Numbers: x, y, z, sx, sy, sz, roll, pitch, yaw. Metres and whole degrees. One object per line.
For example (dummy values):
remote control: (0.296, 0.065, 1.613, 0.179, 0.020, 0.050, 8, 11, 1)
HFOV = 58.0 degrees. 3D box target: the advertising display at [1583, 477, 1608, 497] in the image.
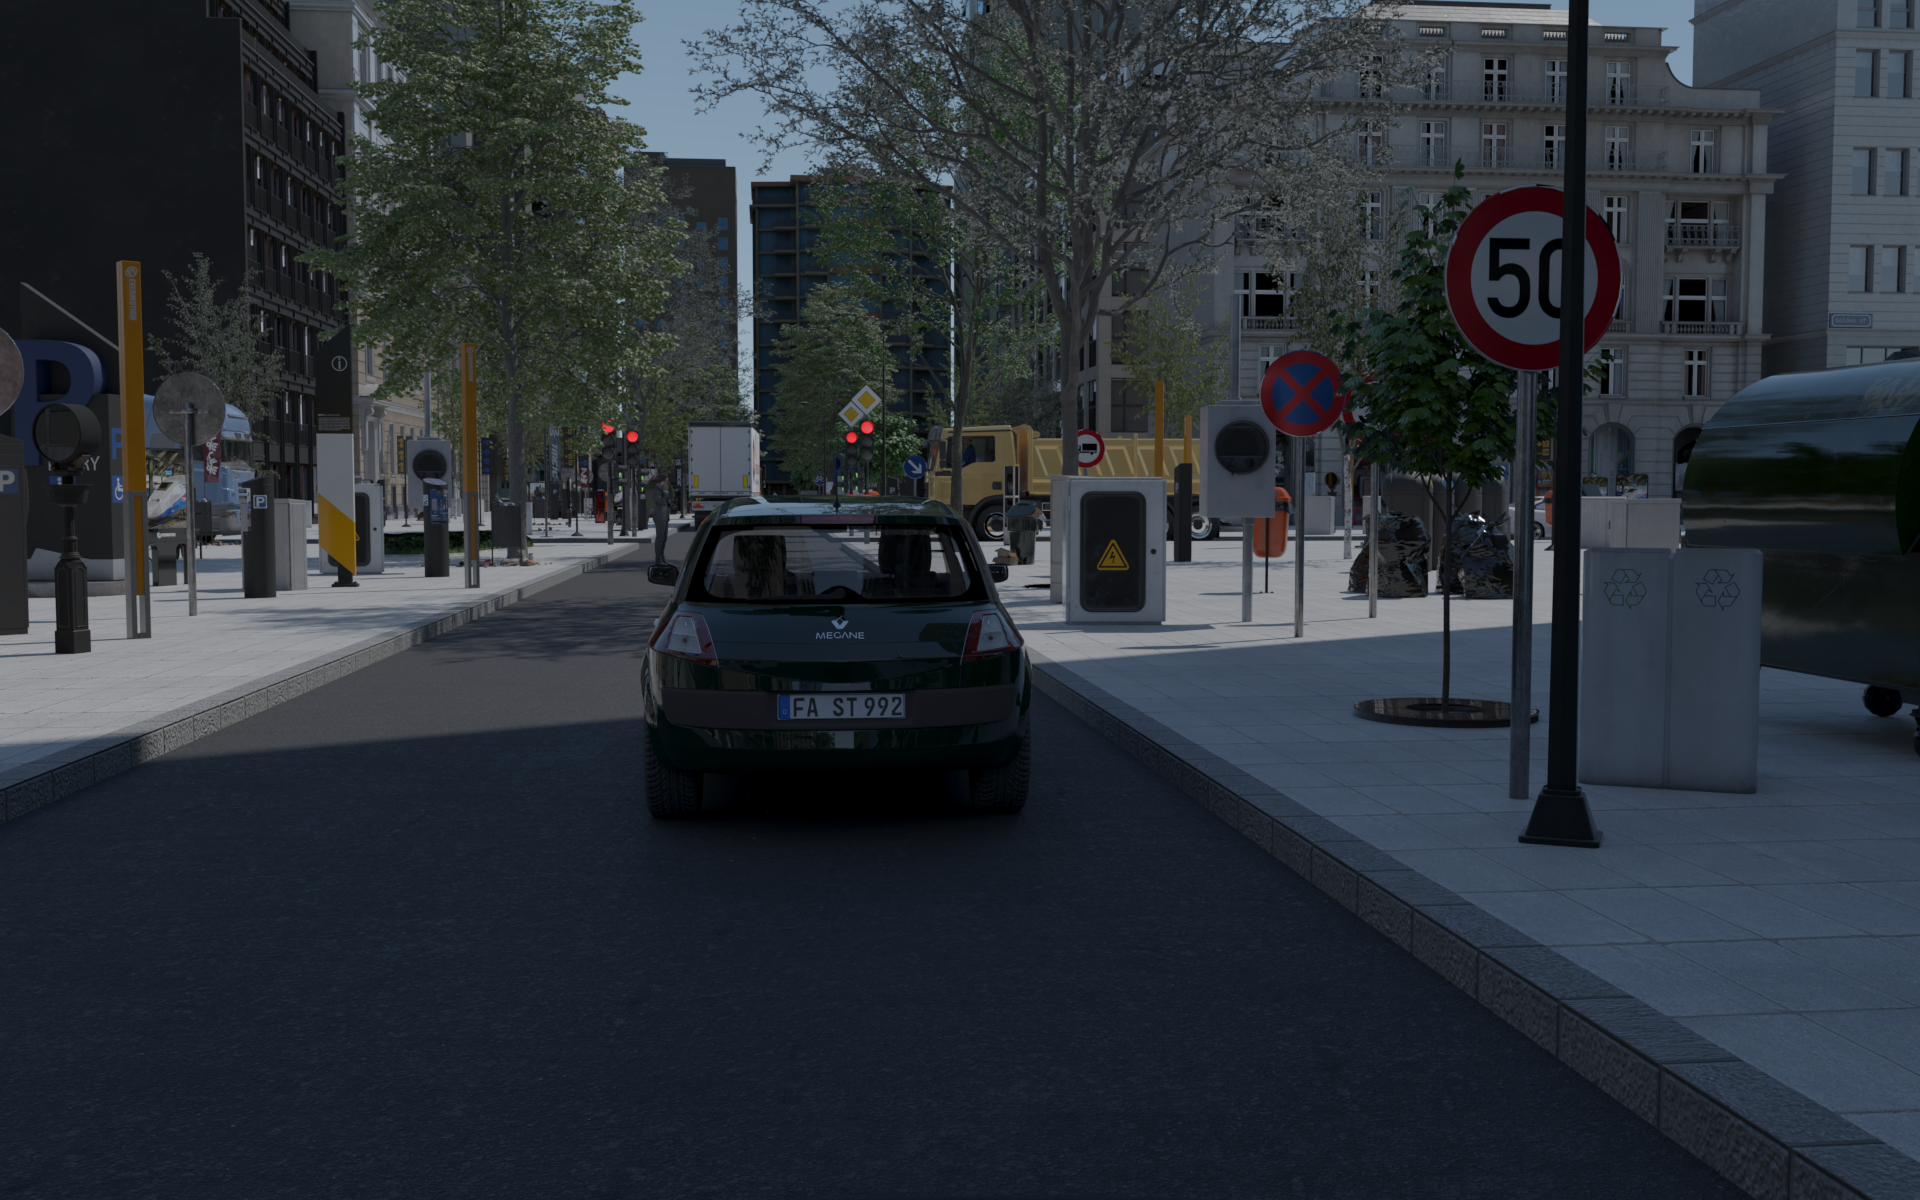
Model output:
advertising display: (24.134, -3.708, 65.840, 0.974, 1.923, 0.123, -1, 4, -9)

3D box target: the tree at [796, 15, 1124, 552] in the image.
tree: (0.046, -6.862, 37.954, 9.928, 11.665, 9.643, 0, 3, 0)

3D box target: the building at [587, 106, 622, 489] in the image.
building: (-58.135, -39.439, 234.070, 27.495, 52.752, 28.713, 0, 4, -6)

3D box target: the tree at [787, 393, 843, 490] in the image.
tree: (-9.633, -10.368, 119.875, 4.737, 8.622, 4.395, 0, 3, 0)

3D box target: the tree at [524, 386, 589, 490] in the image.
tree: (-24.889, -9.748, 109.745, 4.737, 8.622, 4.395, 0, 3, 0)

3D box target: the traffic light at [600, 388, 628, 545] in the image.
traffic light: (-8.838, -3.356, 43.790, 0.839, 4.253, 0.868, 0, 4, -6)

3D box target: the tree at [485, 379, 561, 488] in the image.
tree: (-25.218, -9.205, 100.869, 4.360, 8.622, 3.978, 0, 3, 0)

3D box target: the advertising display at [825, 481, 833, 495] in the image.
advertising display: (-6.065, -4.829, 84.167, 0.974, 1.923, 0.123, 1, 4, 13)

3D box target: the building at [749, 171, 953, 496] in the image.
building: (-15.597, -35.535, 235.618, 28.867, 44.769, 22.147, 0, 4, -6)

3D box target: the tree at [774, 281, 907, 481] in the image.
tree: (-6.569, -10.681, 92.759, 7.486, 12.596, 7.792, 0, 3, 0)

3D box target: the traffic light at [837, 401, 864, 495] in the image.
traffic light: (-3.310, -3.886, 52.460, 0.839, 4.253, 0.868, 0, 4, -6)

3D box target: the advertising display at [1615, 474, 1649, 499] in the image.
advertising display: (21.383, -3.054, 55.147, 0.974, 1.923, 0.123, 2, 4, 25)

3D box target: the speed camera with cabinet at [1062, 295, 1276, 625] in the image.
speed camera with cabinet: (2.053, -1.394, 17.120, 2.038, 3.252, 0.660, 0, 4, 0)

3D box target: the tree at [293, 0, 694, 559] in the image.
tree: (-9.178, -7.112, 34.402, 7.486, 12.596, 7.792, 0, 3, 0)

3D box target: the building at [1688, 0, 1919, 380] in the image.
building: (49.098, -18.290, 76.531, 29.804, 29.767, 11.434, 0, 4, -6)

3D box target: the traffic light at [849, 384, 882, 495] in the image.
traffic light: (-2.419, -3.401, 44.524, 0.839, 4.253, 0.868, 0, 4, -6)

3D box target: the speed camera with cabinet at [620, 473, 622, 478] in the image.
speed camera with cabinet: (-14.253, -4.897, 74.395, 0.660, 3.252, 2.038, 1, 4, 20)

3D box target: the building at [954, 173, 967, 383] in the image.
building: (10.058, -37.557, 237.753, 21.600, 48.544, 21.300, 0, 4, -6)

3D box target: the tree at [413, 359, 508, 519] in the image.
tree: (-25.228, -8.370, 87.207, 4.737, 8.622, 4.395, 0, 3, 0)

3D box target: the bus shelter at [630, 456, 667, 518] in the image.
bus shelter: (-17.259, -6.199, 95.272, 2.014, 3.302, 5.546, 0, 4, -7)

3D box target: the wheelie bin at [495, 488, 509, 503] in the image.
wheelie bin: (-25.641, -5.473, 97.393, 0.980, 1.594, 0.693, -2, 4, -27)

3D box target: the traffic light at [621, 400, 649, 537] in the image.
traffic light: (-9.729, -3.841, 51.725, 0.839, 4.253, 0.868, 0, 4, -6)

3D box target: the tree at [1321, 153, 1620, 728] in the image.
tree: (2.934, -0.936, 9.911, 1.663, 3.219, 1.824, 0, 3, 0)

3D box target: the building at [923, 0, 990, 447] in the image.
building: (8.695, -52.689, 174.134, 22.319, 86.520, 31.000, 0, 4, -6)

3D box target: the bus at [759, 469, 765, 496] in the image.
bus: (-18.607, -9.821, 152.116, 2.896, 3.916, 12.252, 0, 4, -6)

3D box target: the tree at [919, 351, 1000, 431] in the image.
tree: (0.180, -8.355, 86.967, 4.737, 8.622, 4.395, 0, 3, 0)

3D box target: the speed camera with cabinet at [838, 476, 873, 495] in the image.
speed camera with cabinet: (-3.998, -4.399, 66.259, 0.660, 3.252, 2.038, 1, 4, 22)

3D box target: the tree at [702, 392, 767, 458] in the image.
tree: (-25.882, -17.339, 190.141, 9.857, 13.997, 8.962, 0, 3, 0)

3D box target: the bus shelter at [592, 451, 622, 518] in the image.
bus shelter: (-19.616, -6.517, 97.828, 1.731, 3.624, 6.357, 0, 4, -6)

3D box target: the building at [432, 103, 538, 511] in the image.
building: (-40.219, -21.974, 130.979, 14.160, 30.474, 14.107, 0, 4, -6)

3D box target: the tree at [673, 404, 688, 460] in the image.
tree: (-20.065, -12.938, 137.288, 9.928, 11.665, 9.643, 0, 3, 0)

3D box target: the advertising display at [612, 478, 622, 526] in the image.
advertising display: (-13.799, -3.970, 70.124, 0.123, 1.923, 0.974, 1, 4, 22)

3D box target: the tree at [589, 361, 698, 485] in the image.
tree: (-15.127, -8.290, 85.910, 4.737, 8.622, 4.395, 0, 3, 0)

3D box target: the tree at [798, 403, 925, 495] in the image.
tree: (-2.897, -4.641, 59.596, 4.285, 4.588, 4.351, 0, 3, 0)

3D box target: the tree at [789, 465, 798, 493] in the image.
tree: (-12.039, -9.478, 138.686, 4.285, 4.588, 4.351, 0, 3, 0)

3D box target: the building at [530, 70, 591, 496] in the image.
building: (-46.119, -32.308, 178.342, 14.200, 45.320, 14.600, 0, 4, -6)

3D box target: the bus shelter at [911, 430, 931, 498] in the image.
bus shelter: (-1.020, -4.581, 66.187, 1.731, 3.624, 6.357, 0, 4, -6)

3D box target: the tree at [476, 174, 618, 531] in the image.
tree: (-11.514, -9.155, 60.052, 12.009, 13.543, 11.850, 0, 3, 0)

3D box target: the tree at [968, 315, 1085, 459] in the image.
tree: (2.831, -7.369, 70.848, 4.360, 8.622, 3.978, 0, 3, 0)

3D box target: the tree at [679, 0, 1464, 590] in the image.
tree: (1.525, -6.894, 23.089, 12.009, 13.543, 11.850, 0, 3, 0)

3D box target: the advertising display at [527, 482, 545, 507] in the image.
advertising display: (-22.994, -5.460, 94.486, 0.974, 1.923, 0.123, 0, 4, 4)

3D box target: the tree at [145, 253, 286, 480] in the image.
tree: (-22.394, -6.254, 52.623, 4.360, 8.622, 3.978, 0, 3, 0)

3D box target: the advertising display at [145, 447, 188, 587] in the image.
advertising display: (-11.108, -1.157, 24.138, 0.123, 1.923, 0.974, 1, 4, 16)

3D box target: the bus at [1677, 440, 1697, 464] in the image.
bus: (28.148, -3.718, 52.331, 12.252, 3.916, 2.896, 0, 4, -8)

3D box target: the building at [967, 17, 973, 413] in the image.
building: (7.368, -28.673, 152.398, 14.154, 41.232, 14.086, 0, 4, -6)

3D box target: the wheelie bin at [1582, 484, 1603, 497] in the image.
wheelie bin: (19.960, -2.885, 55.077, 0.980, 1.594, 0.693, -1, 4, -22)

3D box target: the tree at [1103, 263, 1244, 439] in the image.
tree: (6.683, -6.380, 54.681, 4.737, 8.622, 4.395, 0, 3, 0)

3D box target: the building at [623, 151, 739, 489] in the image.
building: (-36.666, -35.463, 229.922, 14.200, 45.320, 14.600, 0, 4, -6)

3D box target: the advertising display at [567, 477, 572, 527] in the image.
advertising display: (-15.090, -3.774, 66.924, 0.123, 1.923, 0.974, -1, 4, -9)

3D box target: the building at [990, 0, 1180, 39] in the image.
building: (9.116, -27.807, 138.246, 14.154, 41.232, 14.086, 0, 4, -6)

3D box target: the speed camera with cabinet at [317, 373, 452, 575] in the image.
speed camera with cabinet: (-9.283, -2.056, 27.949, 2.038, 3.252, 0.660, -1, 4, -19)

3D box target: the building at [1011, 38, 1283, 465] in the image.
building: (15.240, -18.837, 112.498, 19.350, 26.468, 34.151, 0, 4, -6)

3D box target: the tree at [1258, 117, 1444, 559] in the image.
tree: (7.659, -5.092, 33.613, 4.360, 8.622, 3.978, 0, 3, 0)

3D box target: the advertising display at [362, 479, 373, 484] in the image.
advertising display: (-26.221, -4.352, 76.370, 0.974, 1.923, 0.123, 2, 4, 33)

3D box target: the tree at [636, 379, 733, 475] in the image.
tree: (-19.578, -11.728, 126.158, 8.767, 10.594, 7.601, -1, 4, -20)

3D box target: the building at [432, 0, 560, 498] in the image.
building: (-45.246, -43.325, 146.609, 20.563, 71.187, 20.611, 0, 4, -6)

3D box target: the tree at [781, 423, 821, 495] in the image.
tree: (-14.813, -12.836, 160.236, 4.360, 8.622, 3.978, 0, 3, 0)
